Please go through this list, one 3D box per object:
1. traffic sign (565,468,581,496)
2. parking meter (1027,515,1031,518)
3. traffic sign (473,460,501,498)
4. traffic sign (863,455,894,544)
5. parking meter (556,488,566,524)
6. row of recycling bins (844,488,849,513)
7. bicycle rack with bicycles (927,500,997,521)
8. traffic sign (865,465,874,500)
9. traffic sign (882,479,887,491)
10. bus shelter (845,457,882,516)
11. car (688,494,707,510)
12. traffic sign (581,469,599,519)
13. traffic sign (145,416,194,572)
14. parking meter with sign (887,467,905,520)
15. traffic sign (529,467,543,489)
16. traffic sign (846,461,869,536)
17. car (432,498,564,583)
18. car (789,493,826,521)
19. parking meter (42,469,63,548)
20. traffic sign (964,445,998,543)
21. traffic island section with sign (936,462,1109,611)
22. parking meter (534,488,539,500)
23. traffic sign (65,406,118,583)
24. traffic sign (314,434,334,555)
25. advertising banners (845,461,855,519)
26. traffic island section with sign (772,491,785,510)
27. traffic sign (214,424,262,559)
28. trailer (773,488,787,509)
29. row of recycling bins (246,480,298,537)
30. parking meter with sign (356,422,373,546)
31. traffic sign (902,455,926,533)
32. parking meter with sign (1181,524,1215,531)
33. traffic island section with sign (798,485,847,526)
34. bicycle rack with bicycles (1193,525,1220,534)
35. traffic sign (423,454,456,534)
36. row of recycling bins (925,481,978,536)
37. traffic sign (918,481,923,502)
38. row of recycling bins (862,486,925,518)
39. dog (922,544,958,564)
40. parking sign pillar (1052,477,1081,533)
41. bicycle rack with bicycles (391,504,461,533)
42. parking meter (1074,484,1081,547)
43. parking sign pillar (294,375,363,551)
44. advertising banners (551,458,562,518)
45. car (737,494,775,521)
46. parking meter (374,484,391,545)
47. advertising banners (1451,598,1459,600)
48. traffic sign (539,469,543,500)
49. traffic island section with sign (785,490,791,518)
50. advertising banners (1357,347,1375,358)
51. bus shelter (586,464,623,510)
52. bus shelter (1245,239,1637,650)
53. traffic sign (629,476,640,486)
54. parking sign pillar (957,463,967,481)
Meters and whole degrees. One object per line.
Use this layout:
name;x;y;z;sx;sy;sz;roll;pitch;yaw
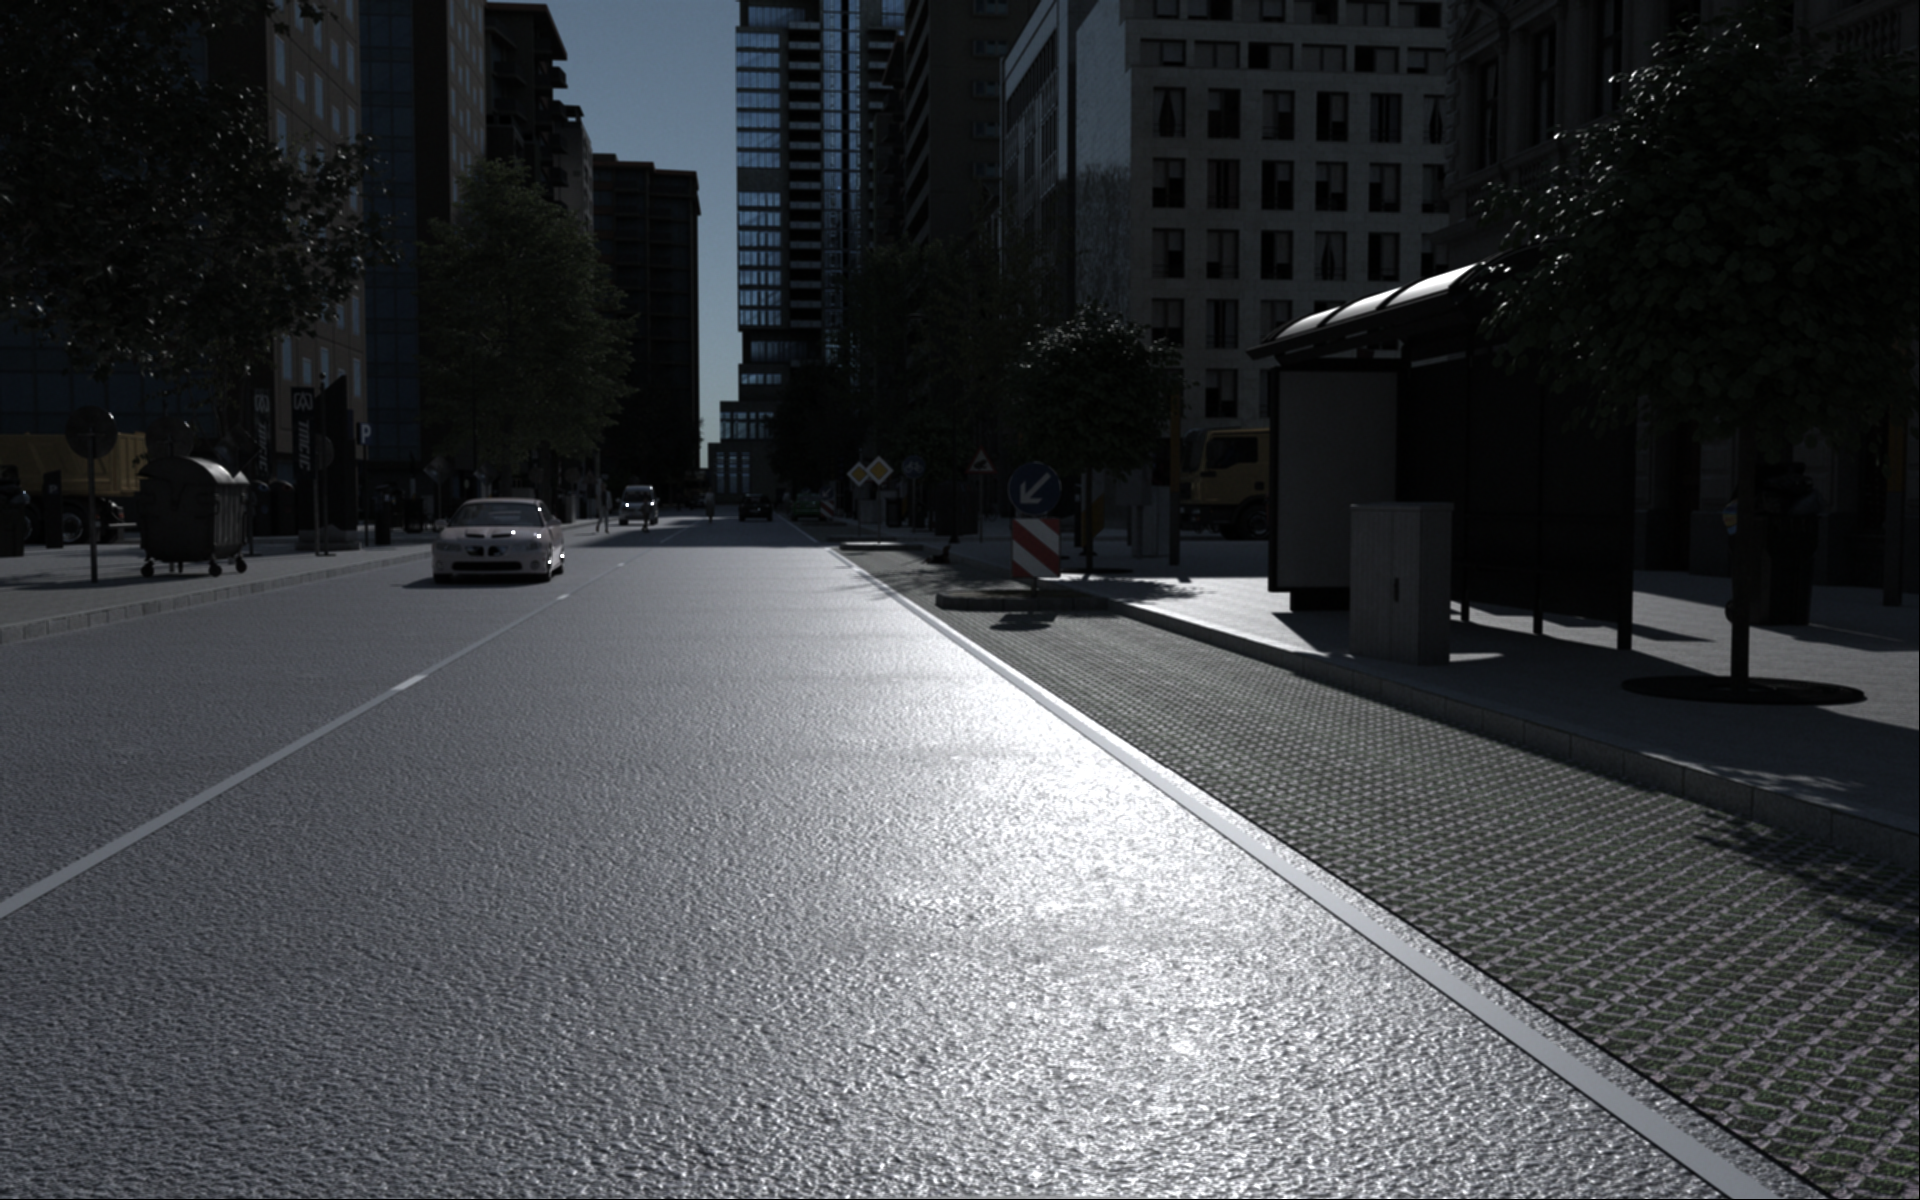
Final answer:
traffic sign;-18.756;-5.123;83.872;0.768;2.556;0.104;0;4;-5
parking meter;2.409;-3.217;58.313;0.255;1.863;0.399;1;4;12
traffic sign;-14.036;-2.922;51.423;0.795;2.450;0.064;0;4;-7
traffic sign;-2.099;-2.518;44.816;0.795;2.450;0.064;0;4;-7
parking meter;-17.289;-4.075;75.042;0.372;1.533;0.369;0;3;0
row of recycling bins;-7.889;-6.852;119.149;1.069;1.692;3.534;1;4;21
bicycle rack with bicycles;-0.050;-4.162;81.424;2.852;0.926;2.925;-3;5;-40
traffic sign;-4.161;-4.721;77.184;0.884;2.594;0.081;0;4;-5
traffic sign;-4.066;-5.648;92.449;0.768;2.556;0.104;0;4;1
bus shelter;-5.404;-6.397;98.516;2.014;3.302;5.546;0;4;-7
car;-23.813;-9.082;158.278;2.009;1.686;4.222;0;4;-7
traffic sign;-19.197;-5.496;89.867;0.884;2.594;0.081;0;4;-4
traffic sign;-12.961;-1.731;28.410;0.768;2.556;0.104;0;4;-5
parking meter with sign;-3.260;-5.552;87.032;0.543;3.016;1.738;-2;4;-28
traffic sign;-20.154;-5.037;82.467;0.768;2.556;0.104;0;4;-2
traffic sign;-3.071;-3.003;52.742;0.795;2.450;0.064;0;4;-7
car;-7.838;-1.057;29.651;2.083;1.381;4.827;-1;4;-9
car;-8.032;-5.076;91.792;1.959;1.807;4.718;0;4;-8
parking meter;-21.464;-2.156;40.958;0.399;1.863;0.255;-2;4;-34
traffic sign;0.551;-2.779;45.436;0.884;2.594;0.081;0;4;-4
traffic island section with sign;0.723;-0.822;22.060;1.989;1.847;2.006;0;4;-7
parking meter;-19.254;-4.285;78.478;0.372;1.533;0.369;0;3;0
traffic sign;-12.516;-1.521;24.967;0.768;2.556;0.104;0;4;3
traffic sign;-13.591;-2.229;36.543;0.768;2.556;0.104;0;4;-1
advertising banners;-5.780;-5.835;91.594;0.090;3.025;2.074;1;4;10
traffic island section with sign;-18.725;-10.517;180.577;1.989;1.847;2.006;0;4;-7
traffic sign;-11.863;-1.669;28.480;0.795;2.450;0.064;0;4;0
trailer;-17.691;-10.030;171.032;1.471;1.999;3.904;-1;4;-8
row of recycling bins;-21.093;-2.795;52.817;1.069;1.692;3.534;2;4;28
parking meter with sign;-15.323;-2.829;42.509;1.738;3.016;0.543;1;4;14
traffic sign;-1.510;-3.461;56.698;0.768;2.556;0.104;0;4;-4
parking meter with sign;8.103;-3.941;60.696;1.738;3.016;0.543;0;4;1
traffic island section with sign;-6.136;-4.242;77.977;1.989;1.847;2.006;0;4;-7
bicycle rack with bicycles;8.837;-2.631;56.393;2.925;0.926;2.852;-2;4;-27
traffic sign;-13.064;-2.438;43.497;0.795;2.450;0.064;0;4;-7
row of recycling bins;-0.135;-2.892;54.403;1.069;1.692;3.534;1;4;11
traffic sign;-1.716;-4.732;77.469;0.768;2.556;0.104;0;4;-5
row of recycling bins;-3.525;-5.290;93.600;3.534;1.692;1.069;-1;4;-13
dog;-0.435;-0.936;35.491;0.748;0.427;0.550;3;5;43
parking sign pillar;3.755;-4.268;58.254;1.447;3.967;1.447;2;4;34
bicycle rack with bicycles;-17.902;-2.802;59.191;2.852;0.926;2.925;1;4;23
parking meter;2.958;-2.051;41.949;0.372;1.533;0.369;0;3;0
parking sign pillar;-14.485;-3.126;39.585;1.447;3.967;1.447;1;4;18
advertising banners;-19.662;-5.389;84.299;0.090;3.025;2.074;-2;4;-27
car;-10.843;-5.030;92.026;2.009;1.686;4.222;0;4;-5
parking meter;-14.568;-2.157;43.679;0.372;1.533;0.369;0;3;0
advertising banners;6.127;-1.507;20.828;2.074;3.025;0.090;1;4;14
traffic sign;-20.733;-5.225;85.533;0.768;2.556;0.104;0;4;-2
traffic island section with sign;-9.423;-5.878;104.733;1.989;1.847;2.006;0;4;-7
advertising banners;4.422;-1.470;20.218;0.090;3.025;2.074;2;4;35
bus shelter;-24.177;-7.583;117.901;2.014;3.302;5.546;0;4;-7
bus shelter;4.484;-1.384;16.546;2.014;3.302;5.546;0;4;-7
traffic sign;-22.538;-7.323;119.832;0.768;2.556;0.104;0;4;-5
parking sign pillar;-0.268;-6.280;91.143;1.447;3.967;1.447;2;4;30
